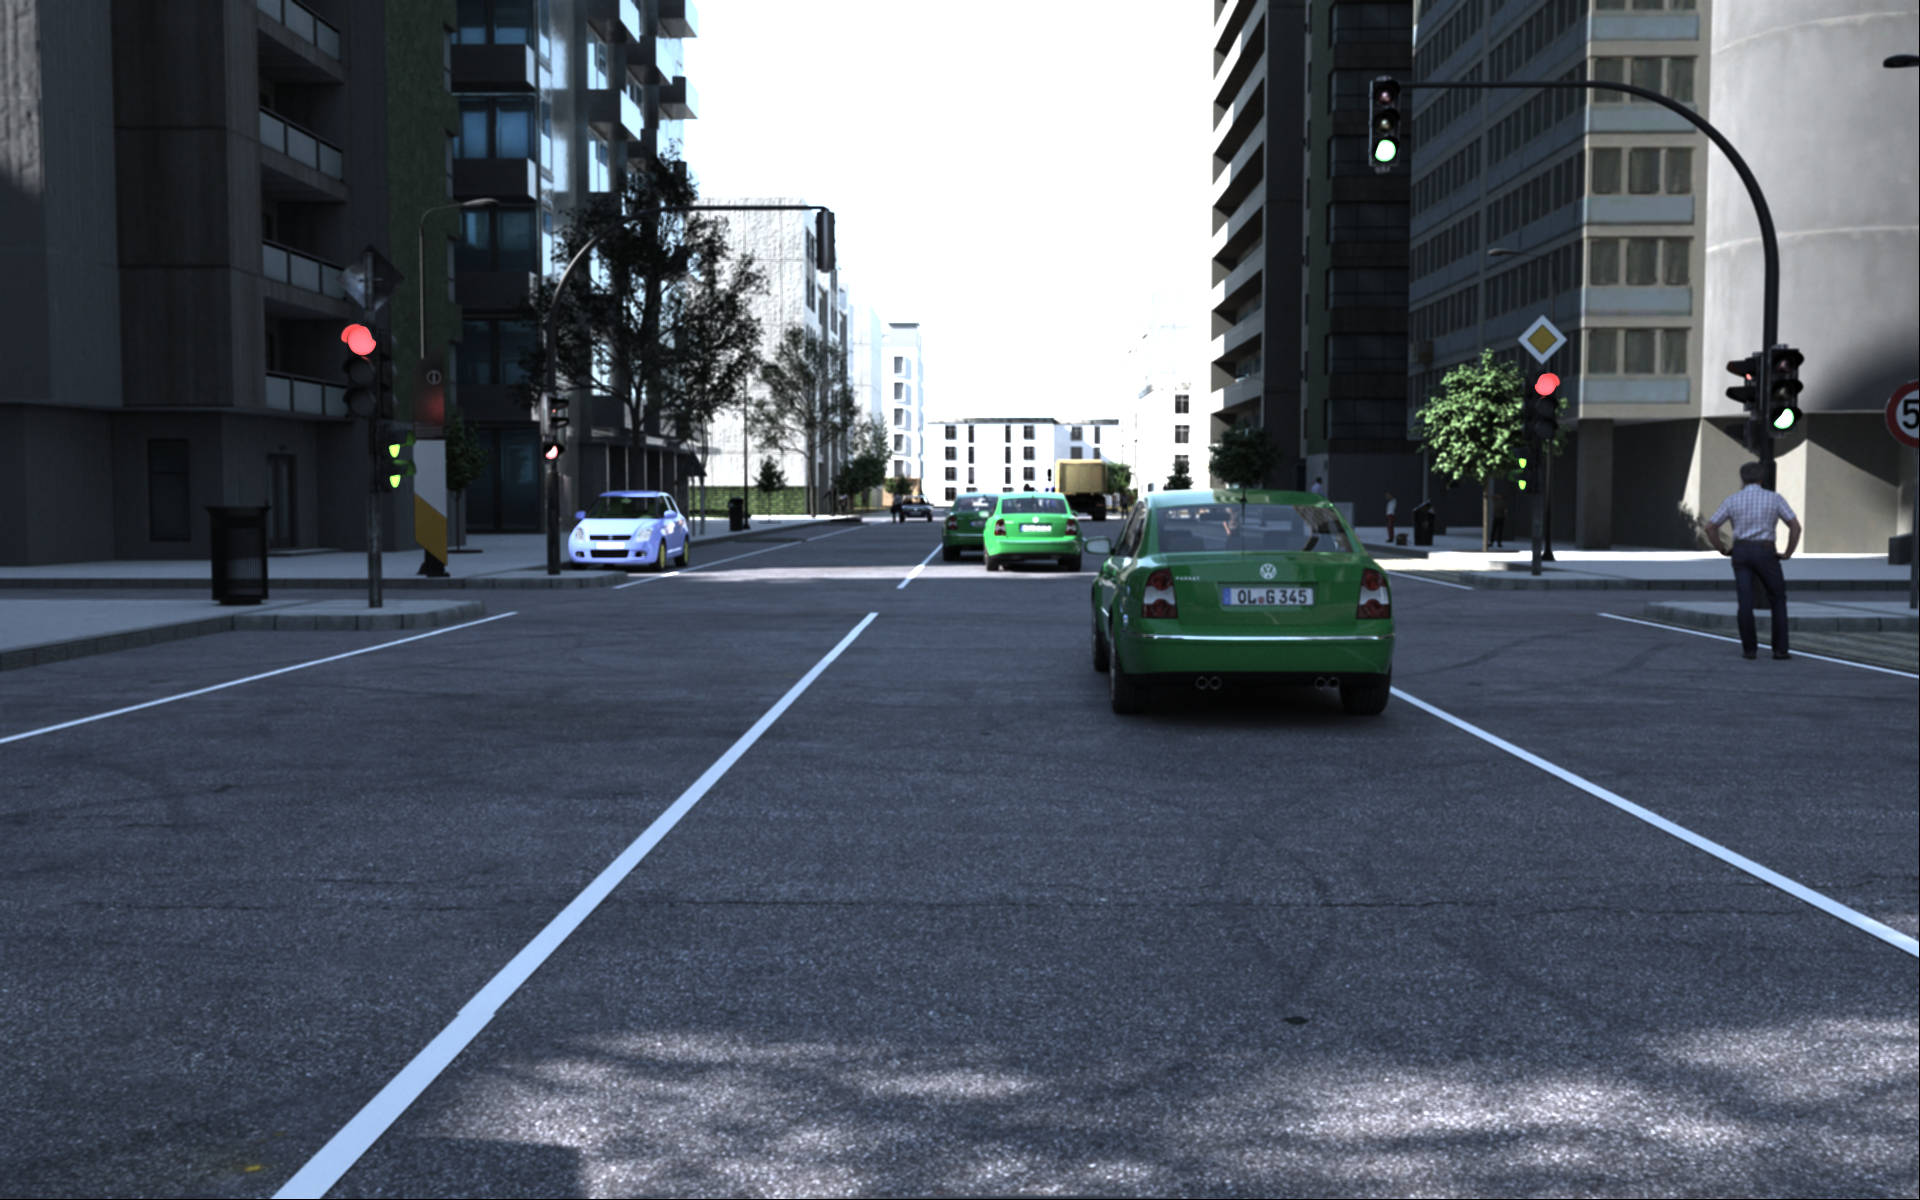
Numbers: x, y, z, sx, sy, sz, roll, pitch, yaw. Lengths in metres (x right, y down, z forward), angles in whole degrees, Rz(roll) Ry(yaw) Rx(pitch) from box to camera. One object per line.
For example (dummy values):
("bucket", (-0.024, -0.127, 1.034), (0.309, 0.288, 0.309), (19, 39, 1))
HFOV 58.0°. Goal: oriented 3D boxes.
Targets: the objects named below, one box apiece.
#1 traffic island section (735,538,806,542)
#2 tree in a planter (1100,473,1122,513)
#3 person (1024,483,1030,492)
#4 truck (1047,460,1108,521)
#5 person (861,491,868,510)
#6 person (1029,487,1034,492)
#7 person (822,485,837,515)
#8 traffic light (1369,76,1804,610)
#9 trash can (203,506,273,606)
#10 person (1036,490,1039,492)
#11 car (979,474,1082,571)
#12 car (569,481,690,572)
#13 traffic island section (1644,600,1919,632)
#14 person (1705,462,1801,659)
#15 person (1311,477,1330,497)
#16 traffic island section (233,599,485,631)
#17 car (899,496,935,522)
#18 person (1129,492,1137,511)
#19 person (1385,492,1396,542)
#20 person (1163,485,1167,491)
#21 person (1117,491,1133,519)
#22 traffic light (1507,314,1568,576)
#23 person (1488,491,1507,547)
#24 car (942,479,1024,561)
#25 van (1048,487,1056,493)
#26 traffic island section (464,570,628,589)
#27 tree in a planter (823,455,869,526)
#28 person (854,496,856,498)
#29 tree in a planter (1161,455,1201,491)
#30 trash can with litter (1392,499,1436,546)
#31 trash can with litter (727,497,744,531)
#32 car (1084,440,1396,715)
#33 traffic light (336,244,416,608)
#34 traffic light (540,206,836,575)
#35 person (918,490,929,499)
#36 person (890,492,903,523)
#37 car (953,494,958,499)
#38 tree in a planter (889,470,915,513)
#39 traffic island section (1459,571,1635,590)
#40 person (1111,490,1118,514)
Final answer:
("traffic island section", (-5.694, -1.810, 52.464), (1.991, 0.108, 1.994), (0, 4, 1))
("tree in a planter", (11.011, -8.061, 129.017), (1.991, 3.239, 1.994), (0, 4, 1))
("person", (1.970, -2.573, 51.114), (0.990, 1.755, 0.434), (1, 4, 23))
("truck", (6.634, -6.117, 95.943), (3.469, 3.379, 9.791), (0, 4, 2))
("person", (-7.858, -8.343, 142.979), (0.617, 1.759, 0.750), (-1, 4, -17))
("person", (2.983, -3.874, 72.512), (0.621, 1.740, 0.551), (-2, 4, -23))
("person", (-7.858, -6.150, 106.234), (1.348, 1.869, 0.705), (2, 4, 29))
("traffic light", (6.829, -2.718, 19.111), (4.771, 5.953, 1.251), (0, 4, 1))
("trash can", (-8.359, -0.516, 20.090), (0.748, 1.137, 0.748), (0, 3, 0))
("person", (5.548, -7.133, 125.918), (0.721, 1.735, 1.217), (3, 4, 37))
("car", (1.358, -1.516, 33.575), (1.959, 1.807, 4.718), (0, 4, 0))
("car", (-6.262, -1.429, 32.955), (1.945, 1.707, 3.694), (0, 4, 1))
("traffic island section", (8.962, 0.181, 19.326), (2.009, 0.180, 2.903), (0, 4, 1))
("person", (6.934, -0.347, 15.106), (0.756, 1.711, 0.436), (3, 4, 38))
("person", (11.921, -3.137, 57.207), (0.599, 1.838, 0.709), (-2, 4, -30))
("traffic island section", (-6.637, 0.163, 19.622), (2.009, 0.180, 2.903), (0, 4, 1))
("car", (-2.303, -4.782, 90.768), (1.945, 1.354, 3.894), (0, 4, -1))
("person", (13.224, -7.614, 133.796), (1.065, 1.426, 0.557), (-1, 4, -11))
("person", (11.436, -2.210, 46.088), (0.340, 1.345, 0.435), (-1, 4, -8))
("person", (8.746, -4.014, 74.264), (0.598, 1.807, 0.434), (-1, 4, -16))
("person", (9.451, -5.441, 99.414), (0.963, 1.587, 0.435), (0, 4, -2))
("traffic light", (9.071, -2.341, 27.196), (0.839, 4.253, 0.868), (0, 4, 1))
("person", (13.021, -1.958, 41.974), (0.435, 1.345, 0.340), (1, 4, 9))
("car", (0.578, -1.819, 38.540), (1.959, 1.807, 4.718), (0, 4, 2))
("van", (8.118, -8.380, 141.389), (2.240, 2.365, 5.245), (0, 3, 0))
("traffic island section", (-6.487, -0.326, 27.606), (2.009, 0.180, 2.903), (0, 4, 1))
("tree in a planter", (-5.185, -5.020, 79.307), (1.991, 3.239, 1.994), (0, 4, 1))
("person", (-9.777, -8.928, 152.102), (1.348, 1.812, 0.705), (2, 4, 26))
("tree in a planter", (10.074, -5.007, 79.084), (1.991, 3.239, 1.994), (0, 4, 1))
("trash can with litter", (11.283, -1.937, 43.064), (1.055, 1.170, 0.624), (1, 4, 16))
("trash can with litter", (-7.857, -2.986, 60.202), (0.624, 1.170, 1.055), (-1, 4, -16))
("car", (1.913, -0.235, 12.634), (1.959, 1.807, 4.718), (0, 4, 2))
("traffic light", (-6.597, -1.869, 19.487), (0.839, 4.253, 0.868), (0, 4, 1))
("traffic light", (-4.354, -3.229, 27.466), (4.771, 5.953, 1.251), (0, 4, 1))
("person", (-3.649, -9.756, 168.097), (1.350, 1.814, 0.705), (0, 4, -6))
("person", (-3.106, -4.527, 84.733), (0.590, 1.554, 0.614), (3, 4, 38))
("car", (0.375, -9.825, 169.670), (2.155, 1.783, 4.494), (0, 4, 2))
("tree in a planter", (-4.251, -8.078, 129.293), (1.991, 3.239, 1.994), (0, 4, 1))
("traffic island section", (9.111, -0.308, 27.310), (2.009, 0.180, 2.903), (0, 4, 1))
("person", (11.335, -7.194, 126.840), (0.721, 1.735, 1.217), (1, 4, 19))
